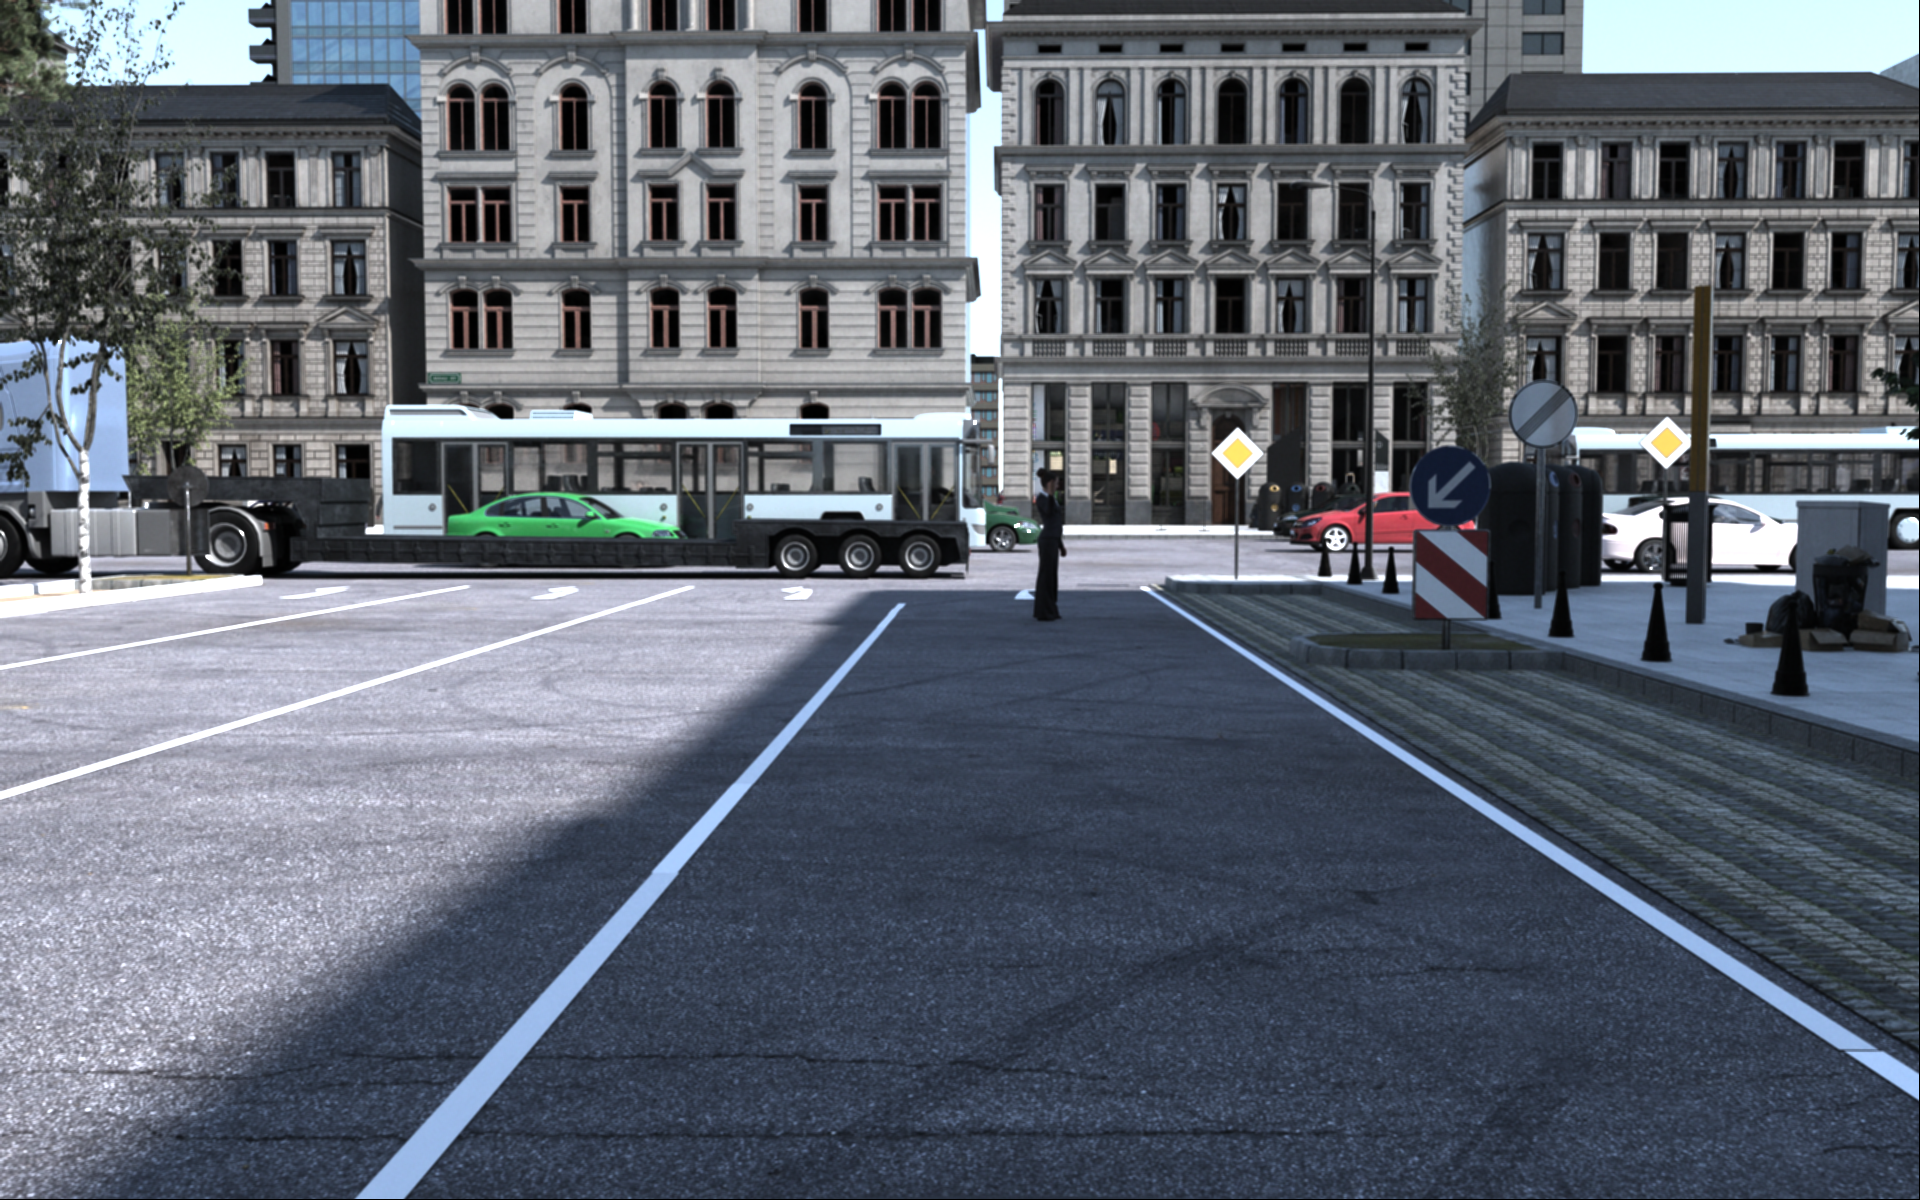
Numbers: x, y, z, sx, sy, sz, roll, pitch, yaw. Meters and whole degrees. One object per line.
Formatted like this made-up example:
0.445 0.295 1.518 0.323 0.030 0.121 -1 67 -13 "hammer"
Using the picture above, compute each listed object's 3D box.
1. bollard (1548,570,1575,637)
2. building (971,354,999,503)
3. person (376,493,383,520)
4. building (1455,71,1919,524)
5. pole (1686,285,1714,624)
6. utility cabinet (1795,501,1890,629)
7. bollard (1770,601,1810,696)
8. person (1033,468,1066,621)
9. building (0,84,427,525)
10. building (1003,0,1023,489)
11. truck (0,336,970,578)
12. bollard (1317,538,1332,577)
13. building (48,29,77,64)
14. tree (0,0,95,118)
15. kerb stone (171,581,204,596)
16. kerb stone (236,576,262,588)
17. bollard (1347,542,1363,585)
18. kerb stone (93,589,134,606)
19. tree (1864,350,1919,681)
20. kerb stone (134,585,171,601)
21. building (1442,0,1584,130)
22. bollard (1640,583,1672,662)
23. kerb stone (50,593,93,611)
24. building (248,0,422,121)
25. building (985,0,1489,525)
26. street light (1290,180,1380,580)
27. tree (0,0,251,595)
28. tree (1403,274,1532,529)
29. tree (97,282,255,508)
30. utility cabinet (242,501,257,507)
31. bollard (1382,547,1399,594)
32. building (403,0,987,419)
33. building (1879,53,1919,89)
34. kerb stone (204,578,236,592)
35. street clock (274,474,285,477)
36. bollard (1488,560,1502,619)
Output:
5.419 0.027 15.593 0.229 0.601 0.229 0 3 0 "bollard"
-8.962 -24.387 243.759 28.899 21.520 27.650 0 4 1 "building"
-13.557 -2.024 41.366 0.659 1.850 0.755 -1 4 -9 "person"
30.904 -12.799 73.891 19.286 19.102 10.561 0 4 1 "building"
7.302 -1.422 17.092 0.158 3.312 0.155 0 3 0 "pole"
8.117 -0.294 15.963 0.306 1.237 1.020 0 4 -4 "utility cabinet"
5.319 0.304 11.078 0.229 0.601 0.229 0 3 0 "bollard"
1.069 -0.625 19.521 0.445 1.727 0.742 -1 4 -15 "person"
-32.410 -12.933 76.076 19.286 19.102 10.561 0 4 1 "building"
16.201 -48.898 237.741 20.611 71.187 20.563 0 4 1 "building"
-9.231 -2.467 30.102 18.799 4.110 2.967 0 4 -1 "truck"
5.673 -0.665 26.911 0.229 0.601 0.229 0 3 0 "bollard"
-54.581 -17.118 77.144 25.104 27.353 12.463 0 4 1 "building"
-12.680 -6.503 16.203 7.806 13.903 7.818 0 3 0 "tree"
-11.122 -0.149 24.732 0.120 0.150 1.000 0 4 1 "kerb stone"
-11.071 -0.281 26.792 0.120 0.150 1.000 0 4 1 "kerb stone"
5.620 -0.526 24.641 0.229 0.601 0.229 0 3 0 "bollard"
-11.167 -0.030 22.679 0.120 0.150 1.000 0 4 1 "kerb stone"
7.019 -1.031 11.456 1.663 3.219 1.824 0 3 0 "tree"
-11.140 -0.092 23.704 0.120 0.150 1.000 0 4 1 "kerb stone"
32.912 -42.273 129.419 20.563 71.187 20.611 0 4 1 "building"
5.369 0.166 13.336 0.229 0.601 0.229 0 3 0 "bollard"
-11.194 0.033 21.650 0.120 0.150 1.000 0 4 1 "kerb stone"
-42.182 -29.217 127.811 14.600 45.320 14.200 0 4 1 "building"
11.071 -15.040 74.774 19.941 23.489 11.050 0 4 1 "building"
5.586 -3.258 25.817 1.470 5.913 1.316 0 4 1 "street light"
-12.113 -4.350 23.945 4.360 8.622 3.978 0 3 0 "tree"
16.945 -6.532 57.166 4.360 8.622 3.978 0 3 0 "tree"
-26.603 -6.654 59.153 4.737 8.622 4.395 0 3 0 "tree"
-25.967 -3.389 64.088 0.318 1.500 1.173 2 4 29 "utility cabinet"
5.570 -0.388 22.383 0.229 0.601 0.229 0 3 0 "bollard"
-10.649 -17.658 76.101 23.554 28.519 14.401 0 4 1 "building"
49.819 -13.377 73.459 16.860 20.320 10.420 0 4 1 "building"
-11.095 -0.218 25.767 0.120 0.150 1.000 0 4 1 "kerb stone"
-24.256 -3.501 61.816 0.358 2.002 0.471 0 4 8 "street clock"
5.473 -0.111 17.850 0.229 0.601 0.229 0 3 0 "bollard"
